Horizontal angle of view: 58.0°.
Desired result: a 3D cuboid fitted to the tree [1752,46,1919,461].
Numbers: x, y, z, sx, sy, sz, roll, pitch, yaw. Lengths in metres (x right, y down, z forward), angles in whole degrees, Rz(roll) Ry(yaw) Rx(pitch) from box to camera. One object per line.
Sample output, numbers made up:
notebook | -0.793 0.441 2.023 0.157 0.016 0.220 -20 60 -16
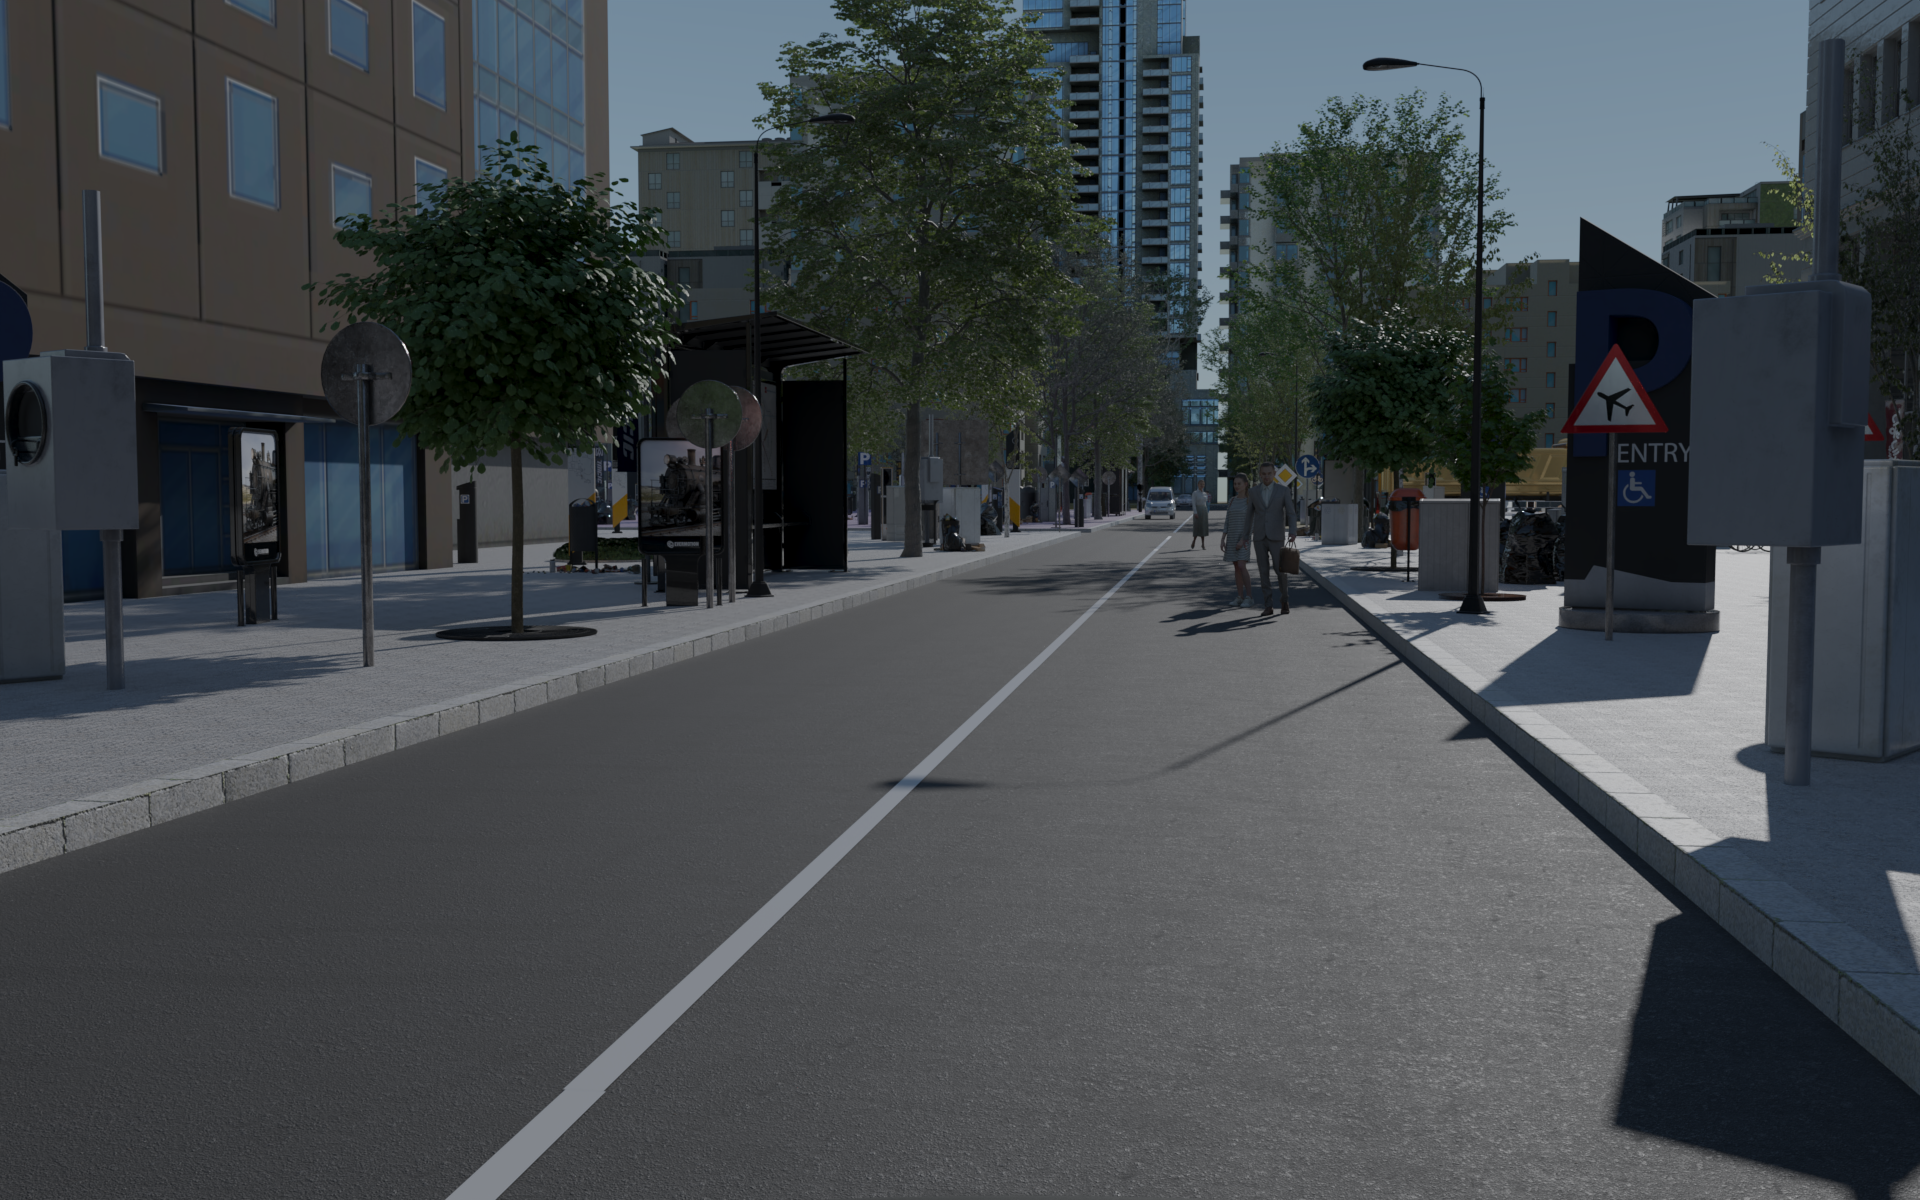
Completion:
tree | 15.082 -4.723 27.585 4.360 8.622 3.978 0 3 0

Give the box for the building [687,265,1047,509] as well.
building | -7.196 -19.158 158.264 27.650 21.520 28.899 1 4 8

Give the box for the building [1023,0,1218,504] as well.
building | 21.028 -56.976 244.221 31.000 86.520 22.319 1 4 8

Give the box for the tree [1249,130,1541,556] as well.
tree | 9.230 -5.198 35.342 4.737 8.622 4.395 0 3 0

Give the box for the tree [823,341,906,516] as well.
tree | -5.503 -7.994 81.072 4.737 8.622 4.395 0 3 0

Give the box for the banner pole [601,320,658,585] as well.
banner pole | -4.566 -2.103 24.401 0.401 3.779 0.863 2 4 30

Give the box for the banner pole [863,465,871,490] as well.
banner pole | -7.149 -8.693 132.151 0.863 3.779 0.401 -1 4 -18

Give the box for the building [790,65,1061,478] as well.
building | -4.193 -35.276 196.370 30.456 49.044 23.786 1 4 8

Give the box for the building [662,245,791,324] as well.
building | -25.896 -26.541 205.650 14.107 30.474 14.160 1 4 8

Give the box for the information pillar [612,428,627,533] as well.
information pillar | -11.134 -3.988 56.564 0.504 3.616 0.183 -1 4 -14

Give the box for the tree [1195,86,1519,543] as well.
tree | 10.458 -7.305 45.190 9.928 11.665 9.643 0 3 0

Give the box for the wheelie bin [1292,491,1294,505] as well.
wheelie bin | 13.610 -3.973 72.860 0.980 1.594 0.693 3 5 45

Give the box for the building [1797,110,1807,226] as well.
building | 98.987 -32.721 185.099 14.200 45.320 14.600 1 4 8

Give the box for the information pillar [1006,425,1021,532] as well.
information pillar | 1.787 -4.076 57.992 0.504 3.616 0.183 1 4 18

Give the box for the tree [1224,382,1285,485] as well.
tree | 18.619 -9.609 107.467 4.360 8.622 3.978 0 3 0

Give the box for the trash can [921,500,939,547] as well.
trash can | -0.873 -1.851 41.920 0.748 1.137 0.748 0 3 0

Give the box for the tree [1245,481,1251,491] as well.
tree | 28.984 -10.997 174.407 1.663 3.219 1.824 0 3 0

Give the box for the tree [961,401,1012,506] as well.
tree | 2.022 -10.893 128.459 4.737 8.622 4.395 0 3 0

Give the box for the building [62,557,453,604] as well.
building | -16.323 -22.822 23.250 14.600 45.320 14.200 1 4 8

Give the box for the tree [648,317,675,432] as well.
tree | -11.480 -7.414 71.583 4.360 8.622 3.978 0 3 0

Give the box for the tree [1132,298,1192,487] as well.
tree | 6.728 -10.274 86.104 7.486 12.596 7.792 0 3 0

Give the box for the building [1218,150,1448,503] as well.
building | 51.510 -38.034 241.458 30.456 49.044 23.786 1 4 8

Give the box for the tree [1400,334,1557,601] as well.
tree | 6.435 -1.613 20.969 1.663 3.219 1.824 0 3 0

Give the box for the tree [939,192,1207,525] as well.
tree | 4.295 -9.856 71.511 12.009 13.543 11.850 0 3 0

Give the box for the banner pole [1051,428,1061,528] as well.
banner pole | 3.697 -4.609 65.380 0.401 3.779 0.863 -1 4 -13

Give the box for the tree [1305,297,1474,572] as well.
tree | 7.296 -2.771 29.012 4.285 4.588 4.351 0 3 0

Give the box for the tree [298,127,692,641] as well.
tree | -4.111 -1.952 15.626 4.285 4.588 4.351 0 3 0

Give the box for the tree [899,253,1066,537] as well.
tree | 1.245 -6.142 50.789 4.360 8.622 3.978 0 3 0

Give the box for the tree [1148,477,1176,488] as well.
tree | 23.477 -13.416 203.063 4.285 4.588 4.351 0 3 0

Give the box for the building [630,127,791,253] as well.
building | -30.470 -40.771 255.840 27.495 52.752 28.713 1 4 8

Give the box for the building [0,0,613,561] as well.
building | -17.766 -23.945 41.606 14.200 45.320 14.600 1 4 8

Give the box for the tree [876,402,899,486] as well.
tree | -4.234 -10.644 124.397 4.360 8.622 3.978 0 3 0

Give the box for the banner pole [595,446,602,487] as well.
banner pole | -16.175 -5.407 78.429 0.863 3.779 0.401 1 4 18

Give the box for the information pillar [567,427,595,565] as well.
information pillar | -6.848 -2.440 31.251 0.504 3.616 0.183 0 4 -6

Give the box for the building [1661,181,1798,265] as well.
building | 101.381 -33.367 229.142 14.086 41.232 14.154 1 4 8

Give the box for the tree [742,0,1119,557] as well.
tree | -0.553 -7.153 35.084 7.486 12.596 7.792 0 3 0

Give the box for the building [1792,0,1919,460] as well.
building | 24.375 -15.311 27.821 11.434 29.767 29.804 1 4 8

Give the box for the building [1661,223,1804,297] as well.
building | 85.137 -25.512 188.825 14.107 30.474 14.160 1 4 8

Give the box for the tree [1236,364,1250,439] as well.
tree | 14.551 -7.738 76.872 4.737 8.622 4.395 0 3 0

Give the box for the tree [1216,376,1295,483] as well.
tree | 28.393 -15.165 166.068 7.486 12.596 7.792 0 3 0

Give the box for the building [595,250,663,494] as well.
building | -40.070 -26.596 206.546 14.107 30.474 14.160 1 4 8

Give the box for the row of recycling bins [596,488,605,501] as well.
row of recycling bins | -23.741 -6.303 110.168 3.534 1.692 1.069 1 4 19

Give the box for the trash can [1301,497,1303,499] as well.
trash can | 19.794 -5.337 98.917 0.748 1.137 0.748 0 3 0

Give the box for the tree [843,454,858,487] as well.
tree | -9.604 -11.581 139.716 4.360 8.622 3.978 0 3 0

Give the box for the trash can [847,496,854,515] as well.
trash can | -6.853 -5.742 105.530 0.748 1.137 0.748 0 3 0

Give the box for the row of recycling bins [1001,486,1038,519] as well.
row of recycling bins | 3.169 -4.769 85.086 1.069 1.692 3.534 -3 5 -41

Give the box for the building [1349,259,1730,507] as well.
building | 50.768 -19.073 156.890 27.650 21.520 28.899 1 4 8

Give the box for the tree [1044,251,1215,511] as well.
tree | 12.854 -16.994 133.740 12.611 20.169 13.585 0 3 0

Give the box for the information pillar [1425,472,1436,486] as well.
information pillar | 15.496 -3.216 57.079 0.304 2.012 0.304 0 4 -2

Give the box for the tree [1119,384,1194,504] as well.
tree | 17.879 -15.179 165.184 9.611 12.733 9.660 0 3 0

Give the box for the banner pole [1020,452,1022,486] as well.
banner pole | 3.509 -6.926 103.258 0.401 3.779 0.863 -2 4 -29
